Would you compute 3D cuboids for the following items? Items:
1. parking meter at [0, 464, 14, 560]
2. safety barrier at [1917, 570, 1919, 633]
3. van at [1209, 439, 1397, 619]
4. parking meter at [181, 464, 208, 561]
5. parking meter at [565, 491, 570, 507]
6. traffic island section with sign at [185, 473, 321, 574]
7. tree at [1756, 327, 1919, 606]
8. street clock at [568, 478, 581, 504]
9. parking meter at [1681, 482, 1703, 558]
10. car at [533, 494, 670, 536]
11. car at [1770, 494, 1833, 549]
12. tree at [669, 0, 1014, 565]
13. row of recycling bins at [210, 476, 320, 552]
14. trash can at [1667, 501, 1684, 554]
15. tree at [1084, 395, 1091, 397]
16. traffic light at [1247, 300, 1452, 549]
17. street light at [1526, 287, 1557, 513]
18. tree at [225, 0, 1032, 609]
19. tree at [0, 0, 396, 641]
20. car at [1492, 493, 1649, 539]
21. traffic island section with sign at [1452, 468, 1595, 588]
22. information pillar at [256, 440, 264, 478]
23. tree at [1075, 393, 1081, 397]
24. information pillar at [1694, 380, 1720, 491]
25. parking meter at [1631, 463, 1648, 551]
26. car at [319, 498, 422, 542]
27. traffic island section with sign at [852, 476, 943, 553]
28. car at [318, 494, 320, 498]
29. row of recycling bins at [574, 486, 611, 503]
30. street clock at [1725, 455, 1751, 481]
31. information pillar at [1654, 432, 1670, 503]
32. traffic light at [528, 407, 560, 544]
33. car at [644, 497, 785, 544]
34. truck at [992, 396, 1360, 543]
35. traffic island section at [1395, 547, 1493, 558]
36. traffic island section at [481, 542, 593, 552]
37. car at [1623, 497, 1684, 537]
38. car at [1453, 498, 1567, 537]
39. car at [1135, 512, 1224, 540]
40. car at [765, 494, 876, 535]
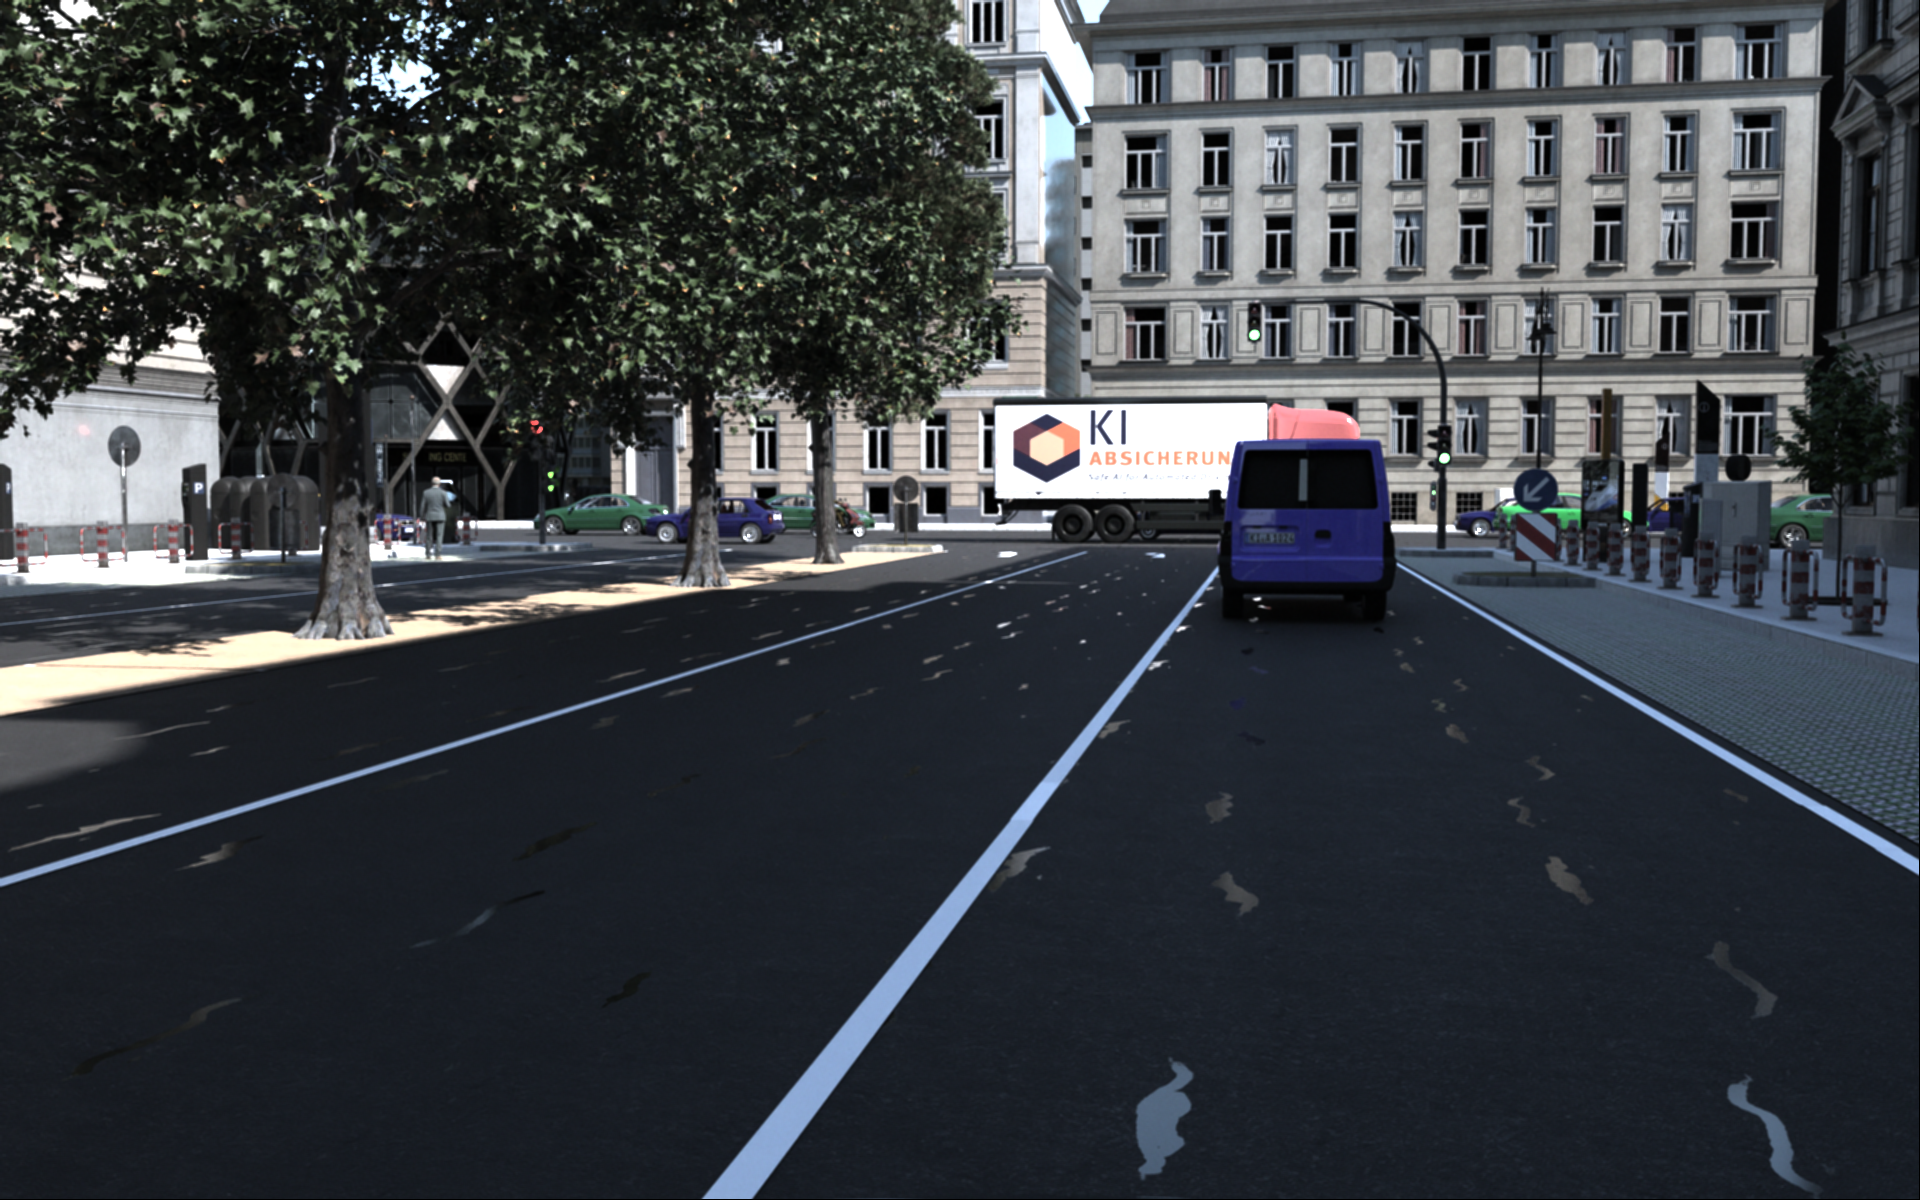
[{"bbox_3d":[-18.569,-1.705,33.588,0.255,1.863,0.399,0,4,-8],"label":"parking meter"},{"bbox_3d":[7.839,0.031,13.776,0.300,0.817,1.120,1,4,10],"label":"safety barrier"},{"bbox_3d":[4.210,-1.051,21.569,2.240,2.365,5.245,1,4,9],"label":"van"},{"bbox_3d":[-14.710,-1.687,33.296,0.255,1.863,0.399,2,4,34],"label":"parking meter"},{"bbox_3d":[-30.232,-7.634,133.229,0.372,1.533,0.369,0,3,0],"label":"parking meter"},{"bbox_3d":[-12.684,-1.407,31.639,1.989,1.847,2.006,1,4,10],"label":"traffic island section with sign"},{"bbox_3d":[10.185,-1.570,20.270,1.663,3.219,1.824,0,3,0],"label":"tree"},{"bbox_3d":[-17.655,-4.554,79.033,0.358,2.002,0.471,1,4,21],"label":"street clock"},{"bbox_3d":[14.859,-1.635,35.145,0.372,1.533,0.369,0,3,0],"label":"parking meter"},{"bbox_3d":[-12.582,-3.000,60.854,4.920,1.459,2.131,1,4,9],"label":"car"},{"bbox_3d":[23.198,-2.080,45.811,4.920,1.459,2.131,1,4,9],"label":"car"},{"bbox_3d":[-2.873,-7.668,35.248,7.806,13.903,7.818,0,3,0],"label":"tree"},{"bbox_3d":[-15.965,-1.993,39.696,3.534,1.692,1.069,2,4,35],"label":"row of recycling bins"},{"bbox_3d":[15.468,-1.548,36.967,0.748,1.137,0.748,0,3,0],"label":"trash can"},{"bbox_3d":[15.137,-17.107,197.821,7.486,12.596,7.792,0,3,0],"label":"tree"},{"bbox_3d":[9.111,-4.025,40.477,4.771,5.953,1.251,1,4,10],"label":"traffic light"},{"bbox_3d":[13.003,-4.041,38.857,0.468,5.910,1.993,1,4,10],"label":"street light"},{"bbox_3d":[-3.949,-6.549,26.543,9.611,12.733,9.660,0,3,0],"label":"tree"},{"bbox_3d":[-6.108,-5.971,17.083,9.611,12.733,9.660,0,3,0],"label":"tree"},{"bbox_3d":[19.430,-2.838,55.192,4.718,1.807,1.959,1,4,11],"label":"car"},{"bbox_3d":[8.883,-1.149,27.417,1.989,1.847,2.006,1,4,10],"label":"traffic island section with sign"},{"bbox_3d":[-30.649,-5.170,75.885,0.504,3.616,0.183,3,4,36],"label":"information pillar"},{"bbox_3d":[10.983,-15.626,177.534,6.751,12.117,7.091,0,3,0],"label":"tree"},{"bbox_3d":[15.321,-2.705,35.589,0.504,3.616,0.183,0,4,-1],"label":"information pillar"},{"bbox_3d":[13.029,-1.682,33.205,0.255,1.863,0.399,2,4,26],"label":"parking meter"},{"bbox_3d":[-17.272,-2.216,48.813,3.894,1.354,1.945,1,4,11],"label":"car"},{"bbox_3d":[-1.470,-2.126,42.903,2.006,1.907,1.989,1,4,10],"label":"traffic island section with sign"},{"bbox_3d":[-25.540,-3.616,69.346,3.980,1.641,2.015,1,4,12],"label":"car"},{"bbox_3d":[-18.048,-4.775,85.191,1.069,1.692,3.534,-3,4,-37],"label":"row of recycling bins"},{"bbox_3d":[14.300,-1.670,31.867,0.471,2.002,0.358,-2,4,-34],"label":"street clock"},{"bbox_3d":[26.364,-4.506,65.029,0.504,3.616,0.183,3,4,36],"label":"information pillar"},{"bbox_3d":[-10.669,-3.381,44.203,0.839,4.253,0.868,1,4,10],"label":"traffic light"},{"bbox_3d":[-7.136,-2.314,50.407,3.894,1.354,1.945,1,4,9],"label":"car"},{"bbox_3d":[6.701,-3.791,50.889,11.283,4.237,2.839,1,4,9],"label":"truck"},{"bbox_3d":[11.223,-1.105,40.349,2.009,0.180,2.903,1,4,10],"label":"traffic island section"},{"bbox_3d":[-10.706,-1.349,44.345,2.009,0.180,2.903,1,4,10],"label":"traffic island section"},{"bbox_3d":[23.581,-2.745,57.453,3.894,1.354,1.945,1,4,12],"label":"car"},{"bbox_3d":[18.537,-2.770,57.872,3.894,1.354,1.945,1,4,10],"label":"car"},{"bbox_3d":[7.176,-2.563,54.482,3.894,1.354,1.945,1,4,10],"label":"car"},{"bbox_3d":[-5.443,-3.082,62.182,4.920,1.459,2.131,1,4,10],"label":"car"}]
